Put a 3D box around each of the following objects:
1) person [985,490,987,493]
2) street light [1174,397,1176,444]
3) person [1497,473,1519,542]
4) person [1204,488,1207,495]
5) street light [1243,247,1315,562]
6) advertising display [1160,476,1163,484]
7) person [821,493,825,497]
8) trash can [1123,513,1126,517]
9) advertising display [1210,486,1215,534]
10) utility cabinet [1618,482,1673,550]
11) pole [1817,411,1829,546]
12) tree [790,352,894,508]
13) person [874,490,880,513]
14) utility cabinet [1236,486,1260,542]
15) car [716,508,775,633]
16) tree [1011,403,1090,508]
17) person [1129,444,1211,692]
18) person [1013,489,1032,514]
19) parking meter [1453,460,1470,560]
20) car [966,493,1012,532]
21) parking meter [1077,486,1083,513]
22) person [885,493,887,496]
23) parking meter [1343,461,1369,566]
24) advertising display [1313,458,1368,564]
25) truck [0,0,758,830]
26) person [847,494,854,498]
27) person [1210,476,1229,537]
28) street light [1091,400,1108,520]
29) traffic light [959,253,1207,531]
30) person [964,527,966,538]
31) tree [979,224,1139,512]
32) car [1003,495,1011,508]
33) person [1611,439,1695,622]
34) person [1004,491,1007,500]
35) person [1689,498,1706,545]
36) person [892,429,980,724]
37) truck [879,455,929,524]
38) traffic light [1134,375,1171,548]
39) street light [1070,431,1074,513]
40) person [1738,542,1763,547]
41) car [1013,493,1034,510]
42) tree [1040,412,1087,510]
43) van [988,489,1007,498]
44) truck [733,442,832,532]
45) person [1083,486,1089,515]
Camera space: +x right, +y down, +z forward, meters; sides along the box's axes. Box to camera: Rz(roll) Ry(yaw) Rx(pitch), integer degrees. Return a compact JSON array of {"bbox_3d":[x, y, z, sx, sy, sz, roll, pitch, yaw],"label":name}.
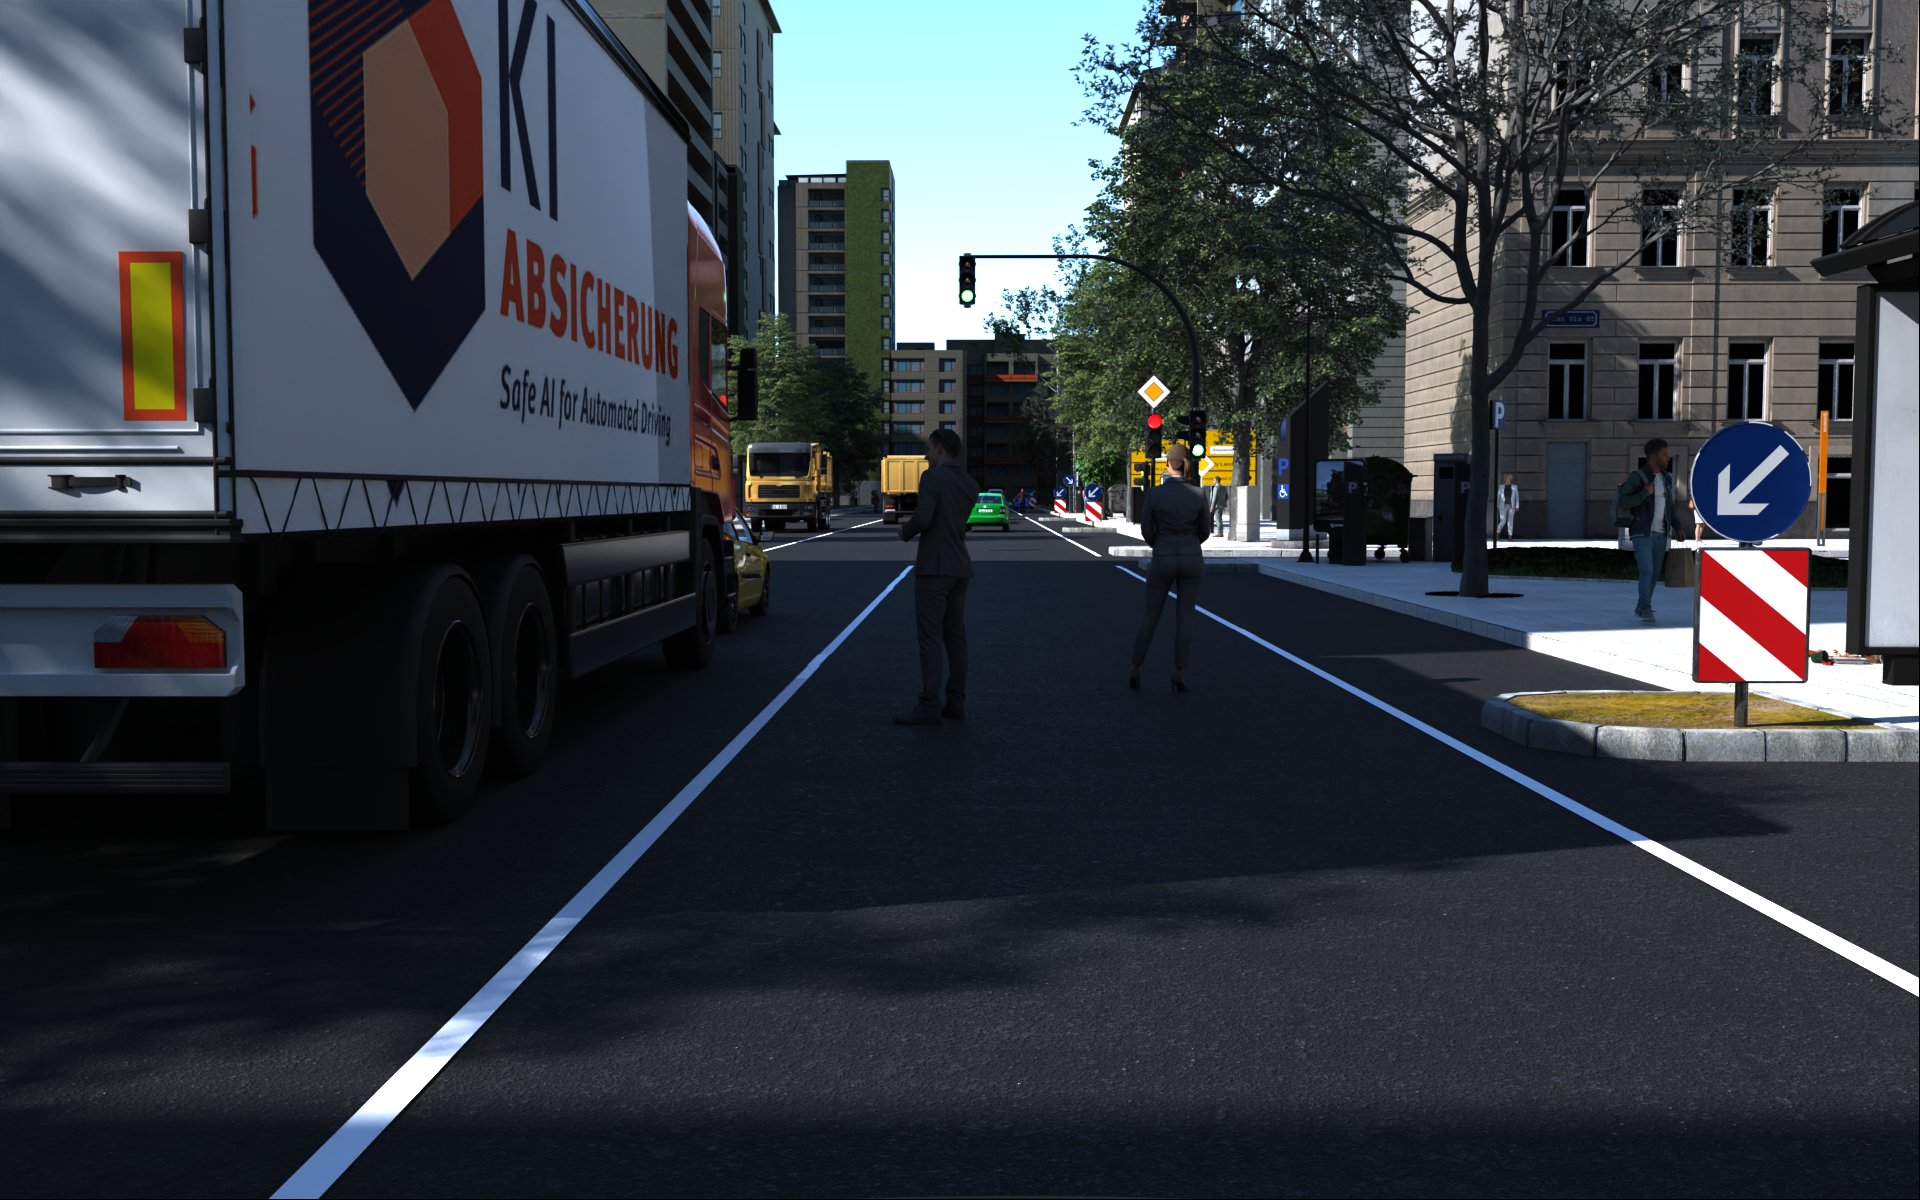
[{"bbox_3d":[2.625,-10.343,177.475,0.709,1.838,0.599,3,5,43],"label":"person"},{"bbox_3d":[6.159,-4.979,53.942,1.470,5.913,1.316,0,4,1],"label":"street light"},{"bbox_3d":[14.693,-2.486,46.570,0.514,1.842,0.818,0,4,-7],"label":"person"},{"bbox_3d":[12.280,-4.859,87.306,0.589,1.601,0.330,-1,4,-21],"label":"person"},{"bbox_3d":[5.978,-3.666,32.483,1.470,5.913,1.316,0,4,1],"label":"street light"},{"bbox_3d":[7.556,-3.504,62.500,0.123,1.923,0.974,-2,4,-31],"label":"advertising display"},{"bbox_3d":[-15.102,-11.078,190.348,0.628,1.438,0.799,-2,4,-35],"label":"person"},{"bbox_3d":[9.491,-5.247,97.441,0.748,1.137,0.748,0,3,0],"label":"trash can"},{"bbox_3d":[8.243,-3.144,56.623,0.123,1.923,0.974,0,4,3],"label":"advertising display"},{"bbox_3d":[12.942,-1.472,32.754,0.318,1.500,1.173,-1,4,-15],"label":"utility cabinet"},{"bbox_3d":[21.204,-2.980,42.564,0.158,3.312,0.155,0,3,0],"label":"pole"},{"bbox_3d":[-11.011,-15.216,155.439,9.857,13.997,8.962,0,3,0],"label":"tree"},{"bbox_3d":[-6.341,-7.532,132.196,0.434,1.755,0.990,-2,4,-24],"label":"person"},{"bbox_3d":[7.755,-2.321,46.633,0.318,1.500,1.173,2,4,26],"label":"utility cabinet"},{"bbox_3d":[-3.136,-0.552,19.257,2.015,1.641,3.980,0,4,1],"label":"car"},{"bbox_3d":[8.817,-14.091,164.795,8.767,10.594,7.601,1,4,11],"label":"tree"},{"bbox_3d":[1.528,-0.236,12.641,0.520,1.790,0.573,-1,4,-12],"label":"person"},{"bbox_3d":[4.507,-7.107,124.831,1.348,1.807,0.705,0,4,-5],"label":"person"},{"bbox_3d":[8.739,-1.480,29.917,0.399,1.863,0.255,1,4,16],"label":"parking meter"},{"bbox_3d":[1.023,-3.536,66.610,1.959,1.807,4.718,0,4,2],"label":"car"},{"bbox_3d":[8.013,-6.732,115.782,0.399,1.863,0.255,2,4,25],"label":"parking meter"},{"bbox_3d":[-5.511,-7.363,128.887,0.705,1.824,1.348,0,4,3],"label":"person"},{"bbox_3d":[7.088,-1.547,31.007,0.399,1.863,0.255,3,4,37],"label":"parking meter"},{"bbox_3d":[6.936,-1.615,31.614,0.974,1.923,0.123,2,4,32],"label":"advertising display"},{"bbox_3d":[-3.283,-1.339,10.800,2.839,4.237,11.283,0,4,1],"label":"truck"},{"bbox_3d":[-11.559,-10.958,186.027,1.217,1.723,0.721,1,4,16],"label":"person"},{"bbox_3d":[7.714,-2.780,51.588,0.391,1.810,0.635,2,4,35],"label":"person"},{"bbox_3d":[6.586,-6.874,84.934,1.470,5.913,1.316,0,4,1],"label":"street light"},{"bbox_3d":[2.360,-3.561,32.883,4.771,5.953,1.251,0,4,1],"label":"traffic light"},{"bbox_3d":[0.061,-2.897,56.052,0.419,1.800,0.721,-1,4,-18],"label":"person"},{"bbox_3d":[7.418,-16.420,124.359,12.611,20.169,13.585,0,3,0],"label":"tree"},{"bbox_3d":[1.876,-5.232,97.538,2.014,1.417,4.499,0,4,1],"label":"car"},{"bbox_3d":[6.881,-0.679,17.127,0.794,1.824,0.713,0,4,-5],"label":"person"},{"bbox_3d":[4.110,-9.204,159.538,0.434,1.755,0.990,2,4,26],"label":"person"},{"bbox_3d":[18.532,-2.222,43.380,0.522,1.701,0.512,0,4,-1],"label":"person"},{"bbox_3d":[-0.184,-0.165,10.998,0.447,1.846,0.655,2,4,33],"label":"person"},{"bbox_3d":[-2.412,-5.475,85.447,3.469,3.379,9.791,0,4,0],"label":"truck"},{"bbox_3d":[4.553,-3.184,40.983,0.839,4.253,0.868,0,4,1],"label":"traffic light"},{"bbox_3d":[6.984,-8.775,116.006,1.470,5.913,1.316,0,4,1],"label":"street light"},{"bbox_3d":[18.875,-1.817,41.254,0.738,1.151,1.012,1,4,20],"label":"person"},{"bbox_3d":[5.765,-9.007,156.858,1.945,1.707,3.694,0,4,-1],"label":"car"},{"bbox_3d":[8.586,-11.391,136.602,4.360,8.622,3.978,0,3,0],"label":"tree"},{"bbox_3d":[3.048,-8.644,148.343,2.013,2.044,4.112,0,4,1],"label":"van"},{"bbox_3d":[-6.595,-4.360,67.213,3.469,3.379,9.791,0,4,0],"label":"truck"},{"bbox_3d":[7.552,-5.918,102.816,0.555,1.821,0.388,2,4,32],"label":"person"}]
